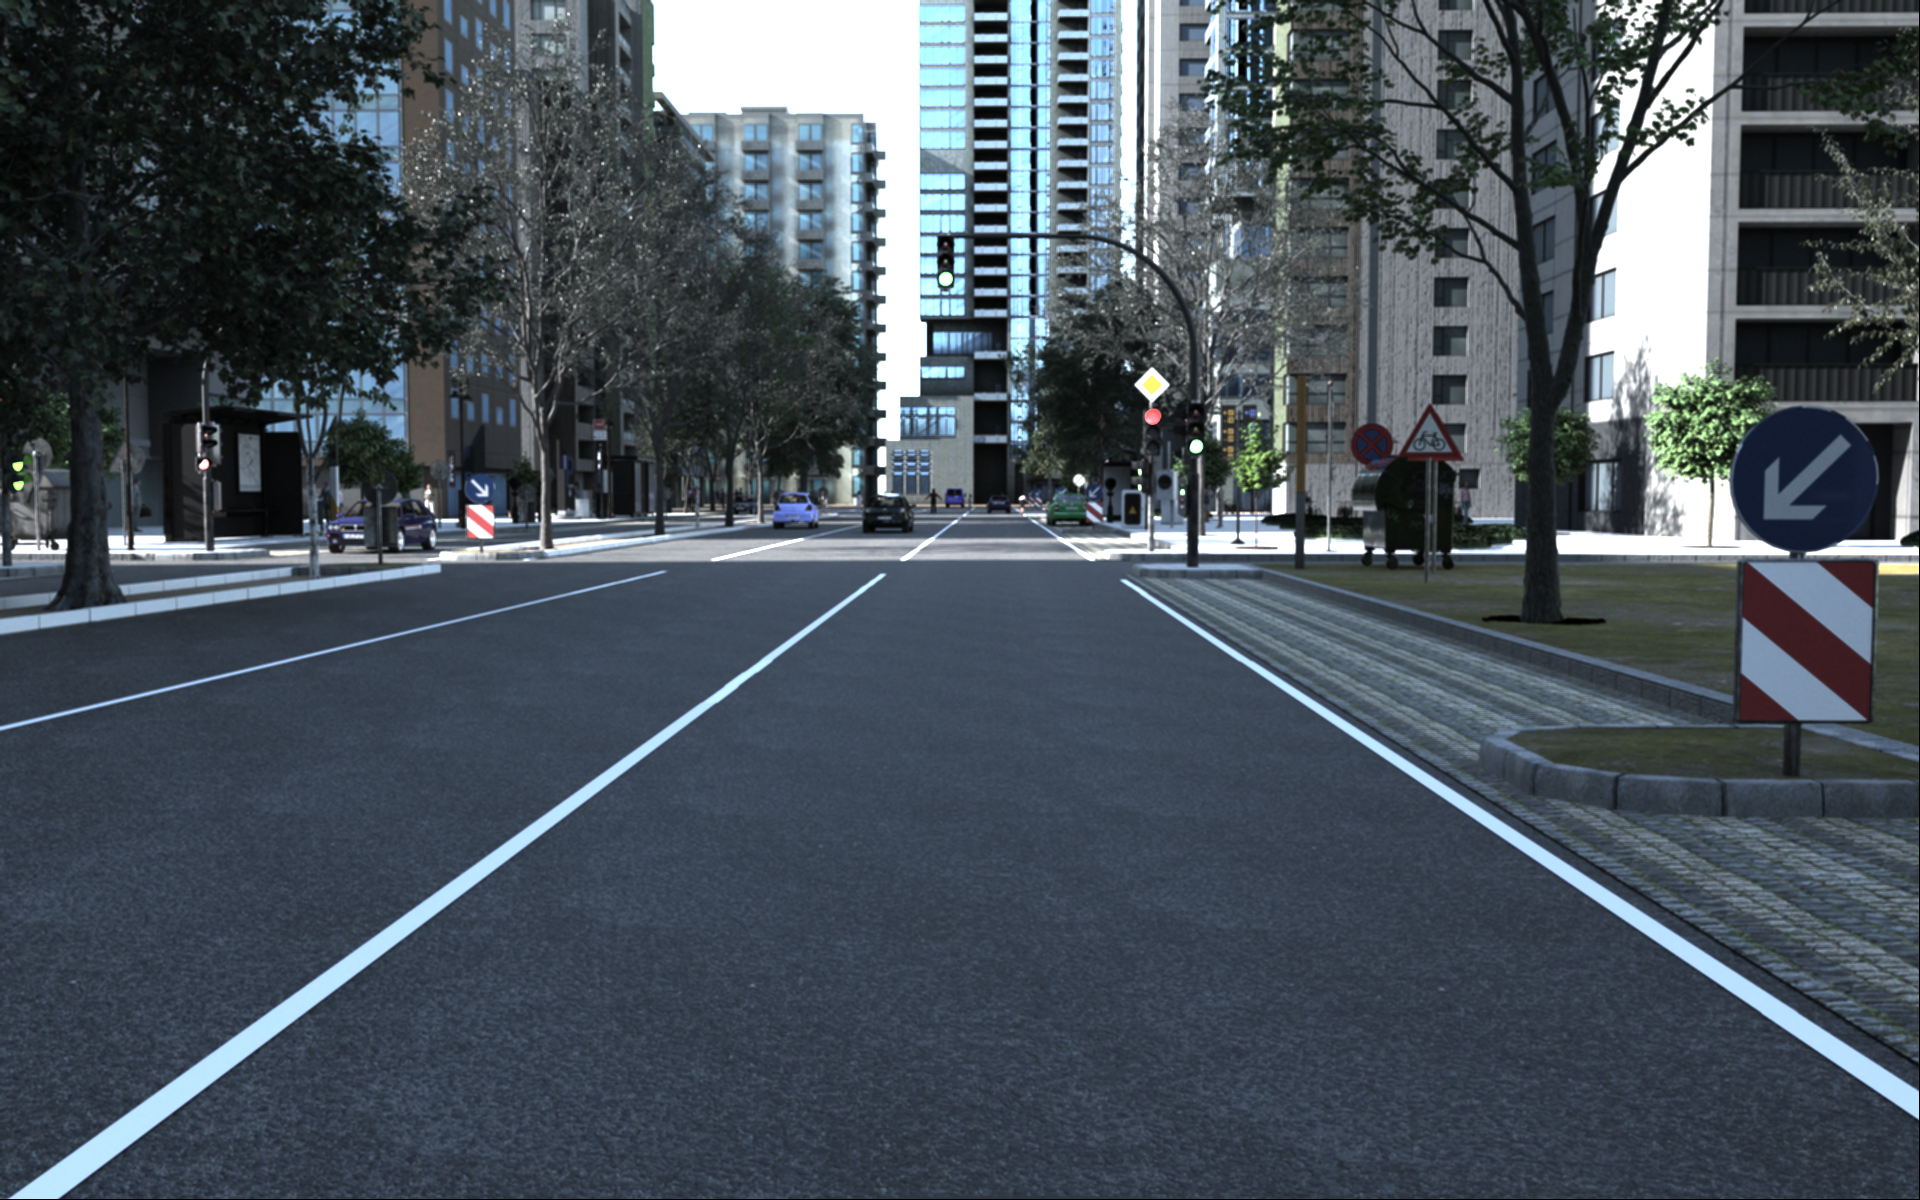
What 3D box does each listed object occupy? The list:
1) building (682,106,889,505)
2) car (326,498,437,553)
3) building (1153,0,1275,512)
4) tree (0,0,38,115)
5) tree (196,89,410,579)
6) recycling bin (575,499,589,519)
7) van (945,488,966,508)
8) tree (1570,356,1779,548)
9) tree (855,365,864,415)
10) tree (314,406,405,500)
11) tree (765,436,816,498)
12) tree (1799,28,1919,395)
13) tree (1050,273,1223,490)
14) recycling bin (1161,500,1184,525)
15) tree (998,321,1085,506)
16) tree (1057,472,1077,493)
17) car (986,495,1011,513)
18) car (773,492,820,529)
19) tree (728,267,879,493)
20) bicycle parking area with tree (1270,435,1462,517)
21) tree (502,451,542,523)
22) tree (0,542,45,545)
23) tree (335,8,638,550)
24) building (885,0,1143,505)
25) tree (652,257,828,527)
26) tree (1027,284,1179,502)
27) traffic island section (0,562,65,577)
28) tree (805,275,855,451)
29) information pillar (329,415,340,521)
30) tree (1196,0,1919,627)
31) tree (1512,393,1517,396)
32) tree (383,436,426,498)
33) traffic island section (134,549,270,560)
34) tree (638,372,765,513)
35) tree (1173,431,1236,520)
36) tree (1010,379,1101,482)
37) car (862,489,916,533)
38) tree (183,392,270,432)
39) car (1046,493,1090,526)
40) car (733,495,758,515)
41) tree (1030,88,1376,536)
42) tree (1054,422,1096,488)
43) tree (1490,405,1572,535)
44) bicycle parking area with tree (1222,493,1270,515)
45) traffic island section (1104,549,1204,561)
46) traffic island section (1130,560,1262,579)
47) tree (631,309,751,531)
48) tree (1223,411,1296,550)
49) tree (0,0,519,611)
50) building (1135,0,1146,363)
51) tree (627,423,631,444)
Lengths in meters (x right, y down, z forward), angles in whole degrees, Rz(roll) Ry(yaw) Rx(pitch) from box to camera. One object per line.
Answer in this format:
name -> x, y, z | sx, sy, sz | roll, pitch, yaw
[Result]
building -> -24.121, -36.512, 216.573 | 30.456, 49.044, 23.786 | 0, 4, 1
car -> -14.426, -1.878, 43.283 | 1.945, 1.354, 3.894 | 0, 4, 1
building -> 27.709, -50.279, 134.740 | 22.319, 86.520, 31.000 | 0, 4, 1
tree -> -10.770, -6.247, 11.245 | 9.857, 13.997, 8.962 | 0, 3, 0
tree -> -10.807, -4.635, 28.606 | 4.737, 8.622, 4.395 | 0, 3, 0
recycling bin -> -19.602, -4.692, 89.269 | 0.722, 1.027, 0.722 | 2, 4, 31
van -> -0.510, -10.998, 184.206 | 2.240, 2.365, 5.245 | 0, 4, 2
tree -> 17.901, -3.524, 41.336 | 4.285, 4.588, 4.351 | 0, 3, 0
tree -> -9.824, -10.536, 85.090 | 12.009, 13.543, 11.850 | 0, 3, 0
tree -> -22.582, -4.977, 65.090 | 4.285, 4.588, 4.351 | 0, 3, 0
tree -> -16.555, -13.742, 159.090 | 7.601, 10.594, 8.767 | 2, 4, 33
tree -> 15.288, -4.651, 26.405 | 4.360, 8.622, 3.978 | 0, 3, 0
tree -> 7.164, -8.353, 70.984 | 7.601, 10.594, 8.767 | 0, 4, 2
recycling bin -> 8.973, -3.708, 73.177 | 0.722, 1.027, 0.722 | 3, 5, 42
tree -> 10.817, -20.386, 189.193 | 12.611, 20.169, 13.585 | 0, 3, 0
tree -> 8.111, -8.437, 132.546 | 1.663, 3.219, 1.824 | 0, 3, 0
car -> 2.924, -7.218, 130.599 | 1.945, 1.354, 3.894 | 0, 4, -1
car -> -6.840, -3.842, 72.413 | 1.945, 1.707, 3.694 | 0, 4, -1
tree -> -8.911, -11.538, 97.760 | 9.857, 13.997, 8.962 | 0, 3, 0
bicycle parking area with tree -> 20.443, -5.910, 83.625 | 8.231, 4.147, 9.016 | 2, 4, 27
tree -> -19.278, -5.047, 77.124 | 1.663, 3.219, 1.824 | 0, 3, 0
tree -> -24.031, -3.673, 43.775 | 4.285, 4.588, 4.351 | 0, 3, 0
tree -> -10.609, -8.023, 43.997 | 12.009, 13.543, 11.850 | 0, 3, 0
building -> 6.820, -55.160, 214.540 | 31.000, 86.520, 22.319 | 0, 4, 1
tree -> -9.829, -8.923, 74.098 | 9.928, 11.665, 9.643 | 0, 3, 0
tree -> 8.460, -11.985, 102.617 | 9.857, 13.997, 8.962 | 0, 3, 0
traffic island section -> -17.027, -0.529, 30.925 | 2.009, 0.180, 2.903 | 0, 4, 1
tree -> -10.001, -8.838, 57.327 | 12.009, 13.543, 11.850 | 0, 3, 0
information pillar -> -18.665, -3.690, 51.682 | 0.183, 3.616, 0.504 | -3, 5, -42
tree -> 5.970, -5.587, 17.097 | 9.928, 11.665, 9.643 | 0, 3, 0
tree -> 28.462, -8.062, 82.170 | 4.737, 8.622, 4.395 | 0, 3, 0
tree -> -18.765, -3.882, 58.070 | 1.663, 3.219, 1.824 | 0, 3, 0
traffic island section -> -16.875, -1.017, 38.909 | 2.009, 0.180, 2.903 | 0, 4, 1
tree -> -17.783, -10.982, 113.975 | 7.601, 10.594, 8.767 | 0, 4, 7
tree -> 12.350, -6.288, 86.529 | 4.285, 4.588, 4.351 | 0, 3, 0
tree -> 9.599, -14.663, 156.748 | 9.611, 12.733, 9.660 | 0, 3, 0
car -> -2.689, -3.393, 65.263 | 2.009, 1.686, 4.222 | 0, 4, 2
tree -> -23.820, -4.421, 56.003 | 4.285, 4.588, 4.351 | 0, 3, 0
car -> 4.884, -4.246, 78.220 | 1.959, 1.807, 4.718 | 0, 4, 0
car -> -15.210, -6.693, 122.010 | 1.945, 1.354, 3.894 | 0, 4, 1
tree -> 7.361, -8.690, 52.446 | 12.009, 13.543, 11.850 | 0, 3, 0
tree -> 8.719, -10.751, 126.140 | 4.737, 8.622, 4.395 | 0, 3, 0
tree -> 18.698, -4.380, 55.330 | 4.285, 4.588, 4.351 | 0, 3, 0
bicycle parking area with tree -> 20.890, -7.470, 109.133 | 8.231, 4.147, 9.016 | 3, 4, 37
traffic island section -> 4.262, -0.992, 38.504 | 2.009, 0.180, 2.903 | 0, 4, 1
traffic island section -> 4.111, -0.504, 30.520 | 2.009, 0.180, 2.903 | 0, 4, 1
tree -> -10.116, -6.965, 66.696 | 4.360, 8.622, 3.978 | 0, 3, 0
tree -> 6.904, -2.792, 40.255 | 1.663, 3.219, 1.824 | 0, 3, 0
tree -> -10.787, -6.223, 21.219 | 9.611, 12.733, 9.660 | 0, 3, 0
building -> 32.596, -47.401, 213.263 | 20.611, 71.187, 20.563 | 0, 4, 1
tree -> -18.247, -9.504, 105.753 | 4.360, 8.622, 3.978 | 0, 3, 0
